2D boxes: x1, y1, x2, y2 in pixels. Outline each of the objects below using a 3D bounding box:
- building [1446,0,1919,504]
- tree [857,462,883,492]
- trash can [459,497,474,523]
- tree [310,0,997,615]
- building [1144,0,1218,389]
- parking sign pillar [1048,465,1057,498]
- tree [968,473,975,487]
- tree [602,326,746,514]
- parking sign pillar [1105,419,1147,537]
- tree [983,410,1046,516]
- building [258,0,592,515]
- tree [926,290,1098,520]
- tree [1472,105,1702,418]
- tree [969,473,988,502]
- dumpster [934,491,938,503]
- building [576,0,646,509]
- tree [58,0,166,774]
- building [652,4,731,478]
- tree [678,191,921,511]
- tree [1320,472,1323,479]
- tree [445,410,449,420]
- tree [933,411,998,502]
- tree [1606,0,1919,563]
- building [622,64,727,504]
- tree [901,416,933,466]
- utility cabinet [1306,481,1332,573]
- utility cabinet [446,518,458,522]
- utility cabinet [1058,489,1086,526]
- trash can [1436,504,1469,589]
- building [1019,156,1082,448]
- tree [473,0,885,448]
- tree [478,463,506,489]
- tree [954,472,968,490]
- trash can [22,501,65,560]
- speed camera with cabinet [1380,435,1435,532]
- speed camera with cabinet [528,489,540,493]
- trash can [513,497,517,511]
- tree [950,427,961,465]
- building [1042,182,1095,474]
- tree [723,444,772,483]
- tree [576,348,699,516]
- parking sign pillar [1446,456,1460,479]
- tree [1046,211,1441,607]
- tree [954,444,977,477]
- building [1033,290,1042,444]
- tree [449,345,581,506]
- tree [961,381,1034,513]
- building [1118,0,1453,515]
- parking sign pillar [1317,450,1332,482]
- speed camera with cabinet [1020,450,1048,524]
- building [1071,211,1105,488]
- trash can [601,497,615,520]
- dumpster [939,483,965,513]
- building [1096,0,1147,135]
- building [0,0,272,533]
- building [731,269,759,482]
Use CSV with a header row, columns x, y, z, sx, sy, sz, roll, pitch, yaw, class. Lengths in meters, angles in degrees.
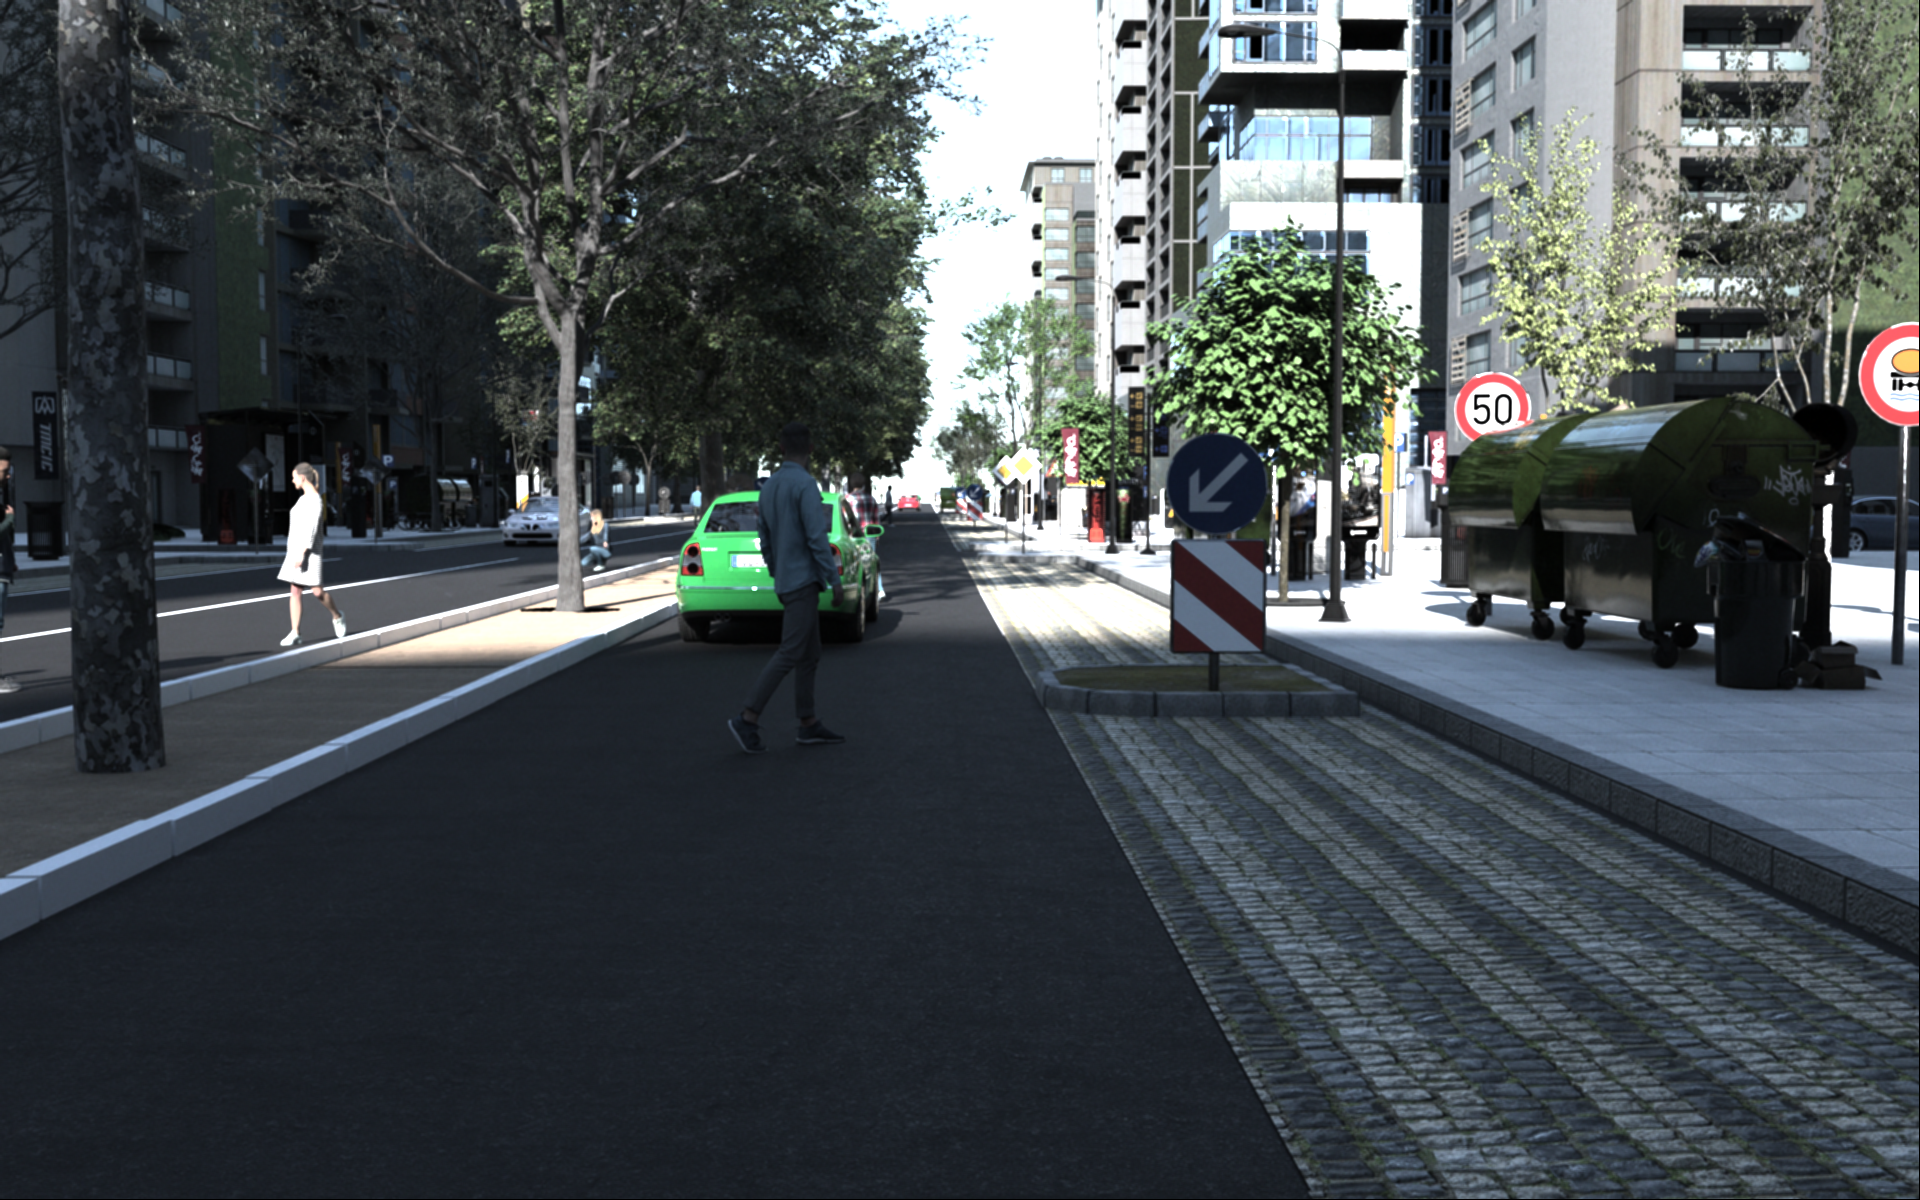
x,y,z,sx,sy,sz,roll,pitch,yaw,class
27.175,-23.281,64.232,14.086,41.232,14.154,0,4,-1,building
-6.010,-8.962,99.352,4.360,8.622,3.978,0,3,0,tree
-20.771,-3.745,72.876,0.748,1.137,0.748,0,3,0,trash can
-4.767,-6.602,20.775,12.009,13.543,11.850,0,3,0,tree
23.503,-42.437,132.102,20.563,71.187,20.611,0,4,-1,building
6.543,-7.791,115.847,1.447,3.967,1.447,1,4,13,parking sign pillar
3.055,-7.304,103.127,4.285,4.588,4.351,0,3,0,tree
-18.643,-11.995,113.120,9.611,12.733,9.660,0,3,0,tree
5.063,-3.920,52.561,1.447,3.967,1.447,2,4,32,parking sign pillar
3.660,-4.012,49.305,4.285,4.588,4.351,0,3,0,tree
-41.123,-29.299,133.664,22.147,44.769,28.867,0,4,-1,building
3.138,-9.867,87.076,9.928,11.665,9.643,0,3,0,tree
11.624,-5.063,33.140,4.737,8.622,4.395,0,3,0,tree
1.983,-11.031,174.955,1.663,3.219,1.824,0,3,0,tree
-3.312,-16.325,275.132,1.865,1.857,1.264,0,4,1,dumpster
-41.537,-51.963,162.265,22.319,86.520,31.000,0,4,-1,building
-3.143,-9.127,7.578,12.611,20.169,13.585,0,3,0,tree
-42.037,-49.737,251.448,20.563,71.187,20.611,0,4,-1,building
-5.339,-8.563,60.595,7.486,12.596,7.792,0,3,0,tree
14.439,-4.348,65.693,1.663,3.219,1.824,0,3,0,tree
-27.669,-9.166,100.224,4.360,8.622,3.978,0,3,0,tree
1.496,-15.297,184.520,7.601,10.594,8.767,3,5,41,tree
10.345,-4.312,20.859,4.360,8.622,3.978,0,3,0,tree
-42.866,-41.924,227.448,21.231,58.520,28.212,0,4,-1,building
-6.371,-10.934,115.640,8.767,10.594,7.601,0,4,-1,tree
5.698,-1.179,27.952,0.318,1.500,1.173,3,5,40,utility cabinet
-23.781,-4.259,80.797,0.306,1.237,1.020,-3,5,-44,utility cabinet
4.457,-3.706,69.264,1.173,1.500,0.318,3,5,41,utility cabinet
6.866,-0.731,23.603,0.748,1.137,0.748,0,3,0,trash can
24.046,-41.387,265.919,28.713,52.752,27.495,0,4,-1,building
-4.727,-7.581,33.065,9.857,13.997,8.962,0,3,0,tree
-28.454,-6.779,105.435,1.663,3.219,1.824,0,3,0,tree
0.794,-15.428,235.965,4.285,4.588,4.351,0,3,0,tree
-17.775,-1.345,33.636,0.748,1.137,0.748,0,3,0,trash can
15.084,-3.942,58.787,0.660,3.252,2.038,-3,5,-45,speed camera with cabinet
-28.953,-7.555,117.852,0.660,3.252,2.038,1,4,11,speed camera with cabinet
-21.376,-4.437,84.198,0.748,1.137,0.748,0,3,0,trash can
1.460,-12.275,151.065,4.360,8.622,3.978,0,3,0,tree
17.718,-33.383,229.410,14.154,41.232,14.086,0,4,-1,building
-20.145,-13.159,165.514,4.737,8.622,4.395,0,3,0,tree
-18.218,-10.155,100.438,8.767,10.594,7.601,-1,4,-9,tree
20.784,-5.231,73.996,1.447,3.967,1.447,-1,4,-18,parking sign pillar
3.842,-2.229,20.153,4.285,4.588,4.351,0,3,0,tree
0.492,-18.042,245.346,4.737,8.622,4.395,0,3,0,tree
17.245,-28.961,245.210,14.160,30.474,14.107,0,4,-1,building
-18.673,-7.564,74.034,4.360,8.622,3.978,0,3,0,tree
2.648,-9.939,112.871,4.360,8.622,3.978,0,3,0,tree
22.071,-48.068,98.582,22.319,86.520,31.000,0,4,-1,building
15.809,-5.346,75.878,1.447,3.967,1.447,0,4,5,parking sign pillar
3.183,-4.871,73.983,0.660,3.252,2.038,1,4,22,speed camera with cabinet
18.345,-24.889,178.630,14.160,30.474,14.107,0,4,-1,building
-17.754,-4.626,87.288,0.748,1.137,0.748,0,3,0,trash can
-0.598,-7.825,132.884,1.985,2.255,1.502,0,4,-2,dumpster
26.865,-34.710,156.742,28.713,52.752,27.495,0,4,-1,building
-34.251,-23.081,60.975,14.154,41.232,14.086,0,4,-1,building
-39.145,-35.876,270.161,14.154,41.232,14.086,0,4,-1,building
